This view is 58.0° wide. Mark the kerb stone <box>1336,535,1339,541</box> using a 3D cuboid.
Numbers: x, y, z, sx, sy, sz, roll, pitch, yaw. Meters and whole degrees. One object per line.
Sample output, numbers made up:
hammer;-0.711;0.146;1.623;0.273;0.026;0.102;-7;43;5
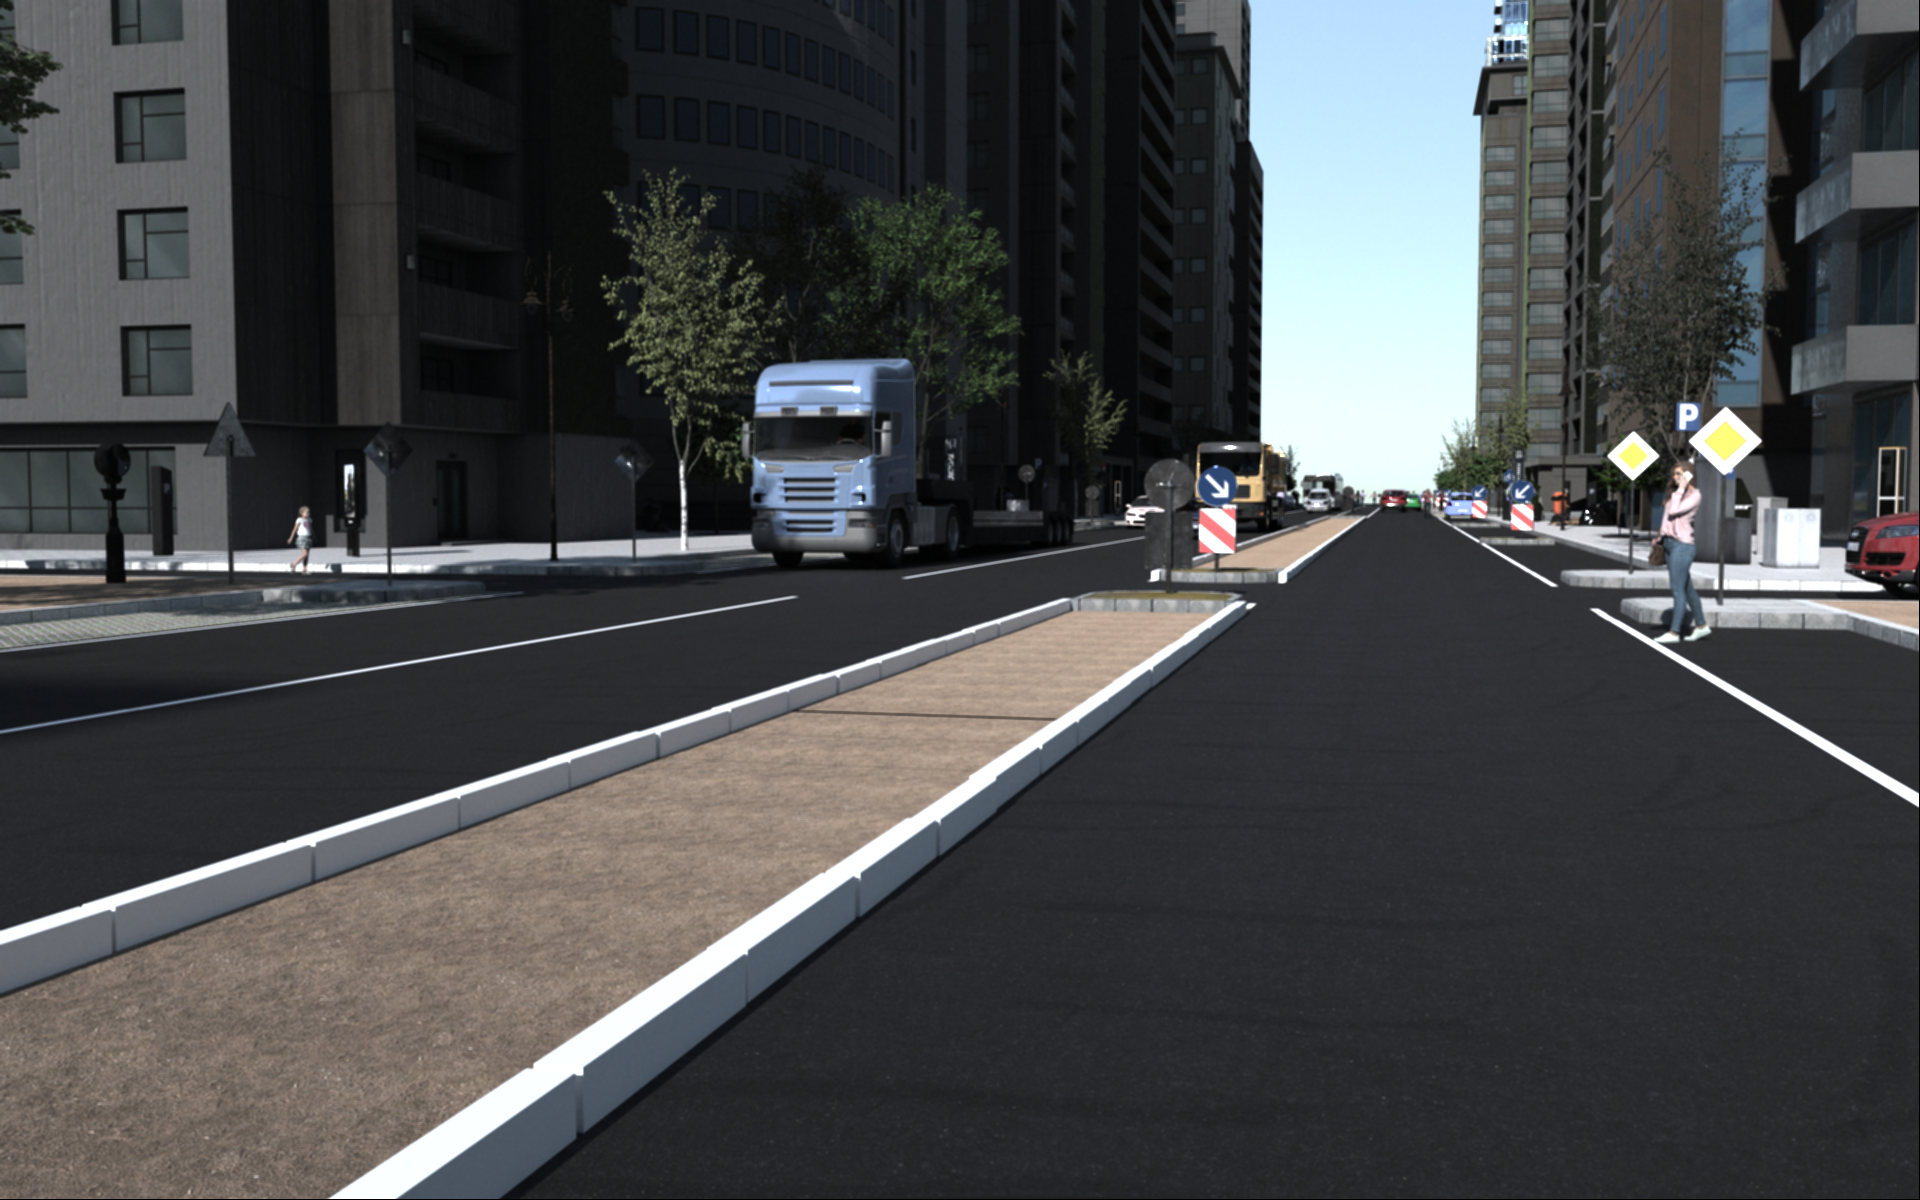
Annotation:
kerb stone;10.919;-1.735;50.608;0.120;0.150;1.000;1;4;14

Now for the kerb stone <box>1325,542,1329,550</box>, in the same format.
kerb stone;9.162;-1.312;43.651;0.120;0.150;1.000;1;4;14

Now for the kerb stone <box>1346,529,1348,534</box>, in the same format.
kerb stone;13.185;-2.280;59.560;0.120;0.150;1.000;1;4;14

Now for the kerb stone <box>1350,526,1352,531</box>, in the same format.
kerb stone;14.447;-2.587;64.519;0.120;0.150;1.000;1;4;14

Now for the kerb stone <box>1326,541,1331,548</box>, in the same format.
kerb stone;9.412;-1.373;44.645;0.120;0.150;1.000;1;4;14

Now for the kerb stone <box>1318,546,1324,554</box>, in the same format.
kerb stone;8.408;-1.123;40.680;0.120;0.150;1.000;1;4;14

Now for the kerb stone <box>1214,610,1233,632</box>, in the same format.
kerb stone;2.746;0.239;18.290;0.120;0.150;1.000;1;4;14

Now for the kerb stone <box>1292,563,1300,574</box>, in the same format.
kerb stone;5.911;-0.524;30.760;0.120;0.150;1.000;1;4;14

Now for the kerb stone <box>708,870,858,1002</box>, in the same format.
kerb stone;-0.533;1.029;5.368;0.120;0.150;1.000;1;4;14

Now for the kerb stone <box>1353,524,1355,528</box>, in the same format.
kerb stone;15.451;-2.831;68.509;0.120;0.150;1.000;1;4;14

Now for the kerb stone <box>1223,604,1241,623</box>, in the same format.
kerb stone;2.994;0.178;19.286;0.120;0.150;1.000;1;4;14

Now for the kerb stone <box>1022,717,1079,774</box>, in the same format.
kerb stone;0.482;0.786;9.351;0.120;0.150;1.000;1;4;14

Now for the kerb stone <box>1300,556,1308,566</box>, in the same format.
kerb stone;6.648;-0.706;33.741;0.120;0.150;1.000;1;4;14

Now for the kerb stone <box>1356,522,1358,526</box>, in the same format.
kerb stone;16.697;-3.136;73.473;0.120;0.150;1.000;1;4;14

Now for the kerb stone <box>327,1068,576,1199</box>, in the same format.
kerb stone;-1.033;1.152;3.377;0.120;0.150;1.000;1;4;14

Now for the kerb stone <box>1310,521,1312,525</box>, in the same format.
kerb stone;15.430;-3.349;76.973;0.120;0.150;1.000;1;4;14

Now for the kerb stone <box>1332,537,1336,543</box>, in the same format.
kerb stone;10.419;-1.616;48.623;0.120;0.150;1.000;1;4;14

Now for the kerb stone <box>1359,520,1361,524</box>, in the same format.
kerb stone;17.966;-3.437;78.461;0.120;0.150;1.000;1;4;14

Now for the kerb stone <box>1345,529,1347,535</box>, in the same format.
kerb stone;12.940;-2.223;58.566;0.120;0.150;1.000;1;4;14

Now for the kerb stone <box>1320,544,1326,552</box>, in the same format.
kerb stone;8.658;-1.191;41.670;0.120;0.150;1.000;1;4;14

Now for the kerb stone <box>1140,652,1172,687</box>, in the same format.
kerb stone;1.489;0.543;13.321;0.120;0.150;1.000;1;4;14

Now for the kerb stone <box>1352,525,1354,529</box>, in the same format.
kerb stone;14.947;-2.710;66.510;0.120;0.150;1.000;1;4;14

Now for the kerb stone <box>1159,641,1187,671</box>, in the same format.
kerb stone;1.739;0.482;14.320;0.120;0.150;1.000;1;4;14

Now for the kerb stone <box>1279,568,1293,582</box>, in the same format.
kerb stone;5.393;-0.398;28.779;0.120;0.150;1.000;1;4;14

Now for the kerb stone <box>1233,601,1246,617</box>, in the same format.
kerb stone;3.250;0.120;20.278;0.120;0.150;1.000;1;4;14

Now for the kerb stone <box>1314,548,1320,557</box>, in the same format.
kerb stone;7.908;-1.007;38.695;0.120;0.150;1.000;1;4;14

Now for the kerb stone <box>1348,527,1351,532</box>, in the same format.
kerb stone;13.942;-2.463;62.539;0.120;0.150;1.000;1;4;14

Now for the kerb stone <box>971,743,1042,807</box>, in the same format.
kerb stone;0.225;0.847;8.348;0.120;0.150;1.000;1;4;14

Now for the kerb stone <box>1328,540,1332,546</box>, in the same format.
kerb stone;9.659;-1.434;45.636;0.120;0.150;1.000;1;4;14

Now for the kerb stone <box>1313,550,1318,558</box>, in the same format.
kerb stone;7.652;-0.949;37.705;0.120;0.150;1.000;1;4;14

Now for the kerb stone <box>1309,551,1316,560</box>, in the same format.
kerb stone;7.414;-0.885;36.711;0.120;0.150;1.000;1;4;14

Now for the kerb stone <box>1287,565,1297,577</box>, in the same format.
kerb stone;5.655;-0.463;29.770;0.120;0.150;1.000;1;4;14

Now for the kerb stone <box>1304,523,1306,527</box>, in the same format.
kerb stone;14.175;-3.047;72.011;0.120;0.150;1.000;1;4;14

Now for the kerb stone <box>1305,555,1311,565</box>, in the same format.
kerb stone;6.900;-0.767;34.731;0.120;0.150;1.000;1;4;14

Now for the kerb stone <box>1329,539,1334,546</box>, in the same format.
kerb stone;9.916;-1.494;46.628;0.120;0.150;1.000;1;4;14

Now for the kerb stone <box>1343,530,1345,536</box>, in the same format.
kerb stone;12.432;-2.103;56.575;0.120;0.150;1.000;1;4;14

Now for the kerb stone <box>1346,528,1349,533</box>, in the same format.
kerb stone;13.436;-2.346;60.558;0.120;0.150;1.000;1;4;14

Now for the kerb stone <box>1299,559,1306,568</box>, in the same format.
kerb stone;6.398;-0.638;32.750;0.120;0.150;1.000;1;4;14

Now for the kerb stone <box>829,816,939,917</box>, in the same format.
kerb stone;-0.274;0.968;6.362;0.120;0.150;1.000;1;4;14

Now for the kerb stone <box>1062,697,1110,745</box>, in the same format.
kerb stone;0.737;0.727;10.343;0.120;0.150;1.000;1;4;14

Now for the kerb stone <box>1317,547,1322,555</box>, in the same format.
kerb stone;8.162;-1.069;39.688;0.120;0.150;1.000;1;4;14

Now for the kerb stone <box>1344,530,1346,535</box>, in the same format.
kerb stone;12.683;-2.162;57.566;0.120;0.150;1.000;1;4;14

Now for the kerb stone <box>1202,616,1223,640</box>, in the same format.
kerb stone;2.494;0.299;17.299;0.120;0.150;1.000;1;4;14

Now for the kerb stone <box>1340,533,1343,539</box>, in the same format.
kerb stone;11.682;-1.920;53.585;0.120;0.150;1.000;1;4;14

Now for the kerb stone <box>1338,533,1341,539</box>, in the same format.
kerb stone;11.421;-1.859;52.590;0.120;0.150;1.000;1;4;14

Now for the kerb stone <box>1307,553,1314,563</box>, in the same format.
kerb stone;7.156;-0.827;35.720;0.120;0.150;1.000;1;4;14

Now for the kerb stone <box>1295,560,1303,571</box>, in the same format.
kerb stone;6.157;-0.585;31.752;0.120;0.150;1.000;1;4;14

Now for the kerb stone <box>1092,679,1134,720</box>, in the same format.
kerb stone;0.987;0.665;11.339;0.120;0.150;1.000;1;4;14

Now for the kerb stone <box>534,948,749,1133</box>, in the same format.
kerb stone;-0.779;1.090;4.376;0.120;0.150;1.000;1;4;14

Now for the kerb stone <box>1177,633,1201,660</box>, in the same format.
kerb stone;1.990;0.428;15.311;0.120;0.150;1.000;1;4;14

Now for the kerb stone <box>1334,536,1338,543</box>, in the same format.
kerb stone;10.670;-1.677;49.617;0.120;0.150;1.000;1;4;14

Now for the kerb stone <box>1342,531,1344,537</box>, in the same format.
kerb stone;12.179;-2.041;55.584;0.120;0.150;1.000;1;4;14

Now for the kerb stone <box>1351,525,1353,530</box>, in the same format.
kerb stone;14.695;-2.649;65.511;0.120;0.150;1.000;1;4;14

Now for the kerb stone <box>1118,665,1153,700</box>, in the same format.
kerb stone;1.228;0.606;12.333;0.120;0.150;1.000;1;4;14

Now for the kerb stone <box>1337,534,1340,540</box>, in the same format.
kerb stone;11.173;-1.796;51.598;0.120;0.150;1.000;1;4;14

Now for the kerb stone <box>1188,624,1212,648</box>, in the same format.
kerb stone;2.236;0.360;16.303;0.120;0.150;1.000;1;4;14

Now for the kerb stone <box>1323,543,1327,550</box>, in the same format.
kerb stone;8.905;-1.252;42.662;0.120;0.150;1.000;1;4;14

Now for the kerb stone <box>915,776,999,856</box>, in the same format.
kerb stone;-0.015;0.913;7.352;0.120;0.150;1.000;1;4;14

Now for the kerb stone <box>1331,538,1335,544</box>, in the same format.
kerb stone;10.164;-1.555;47.625;0.120;0.150;1.000;1;4;14
